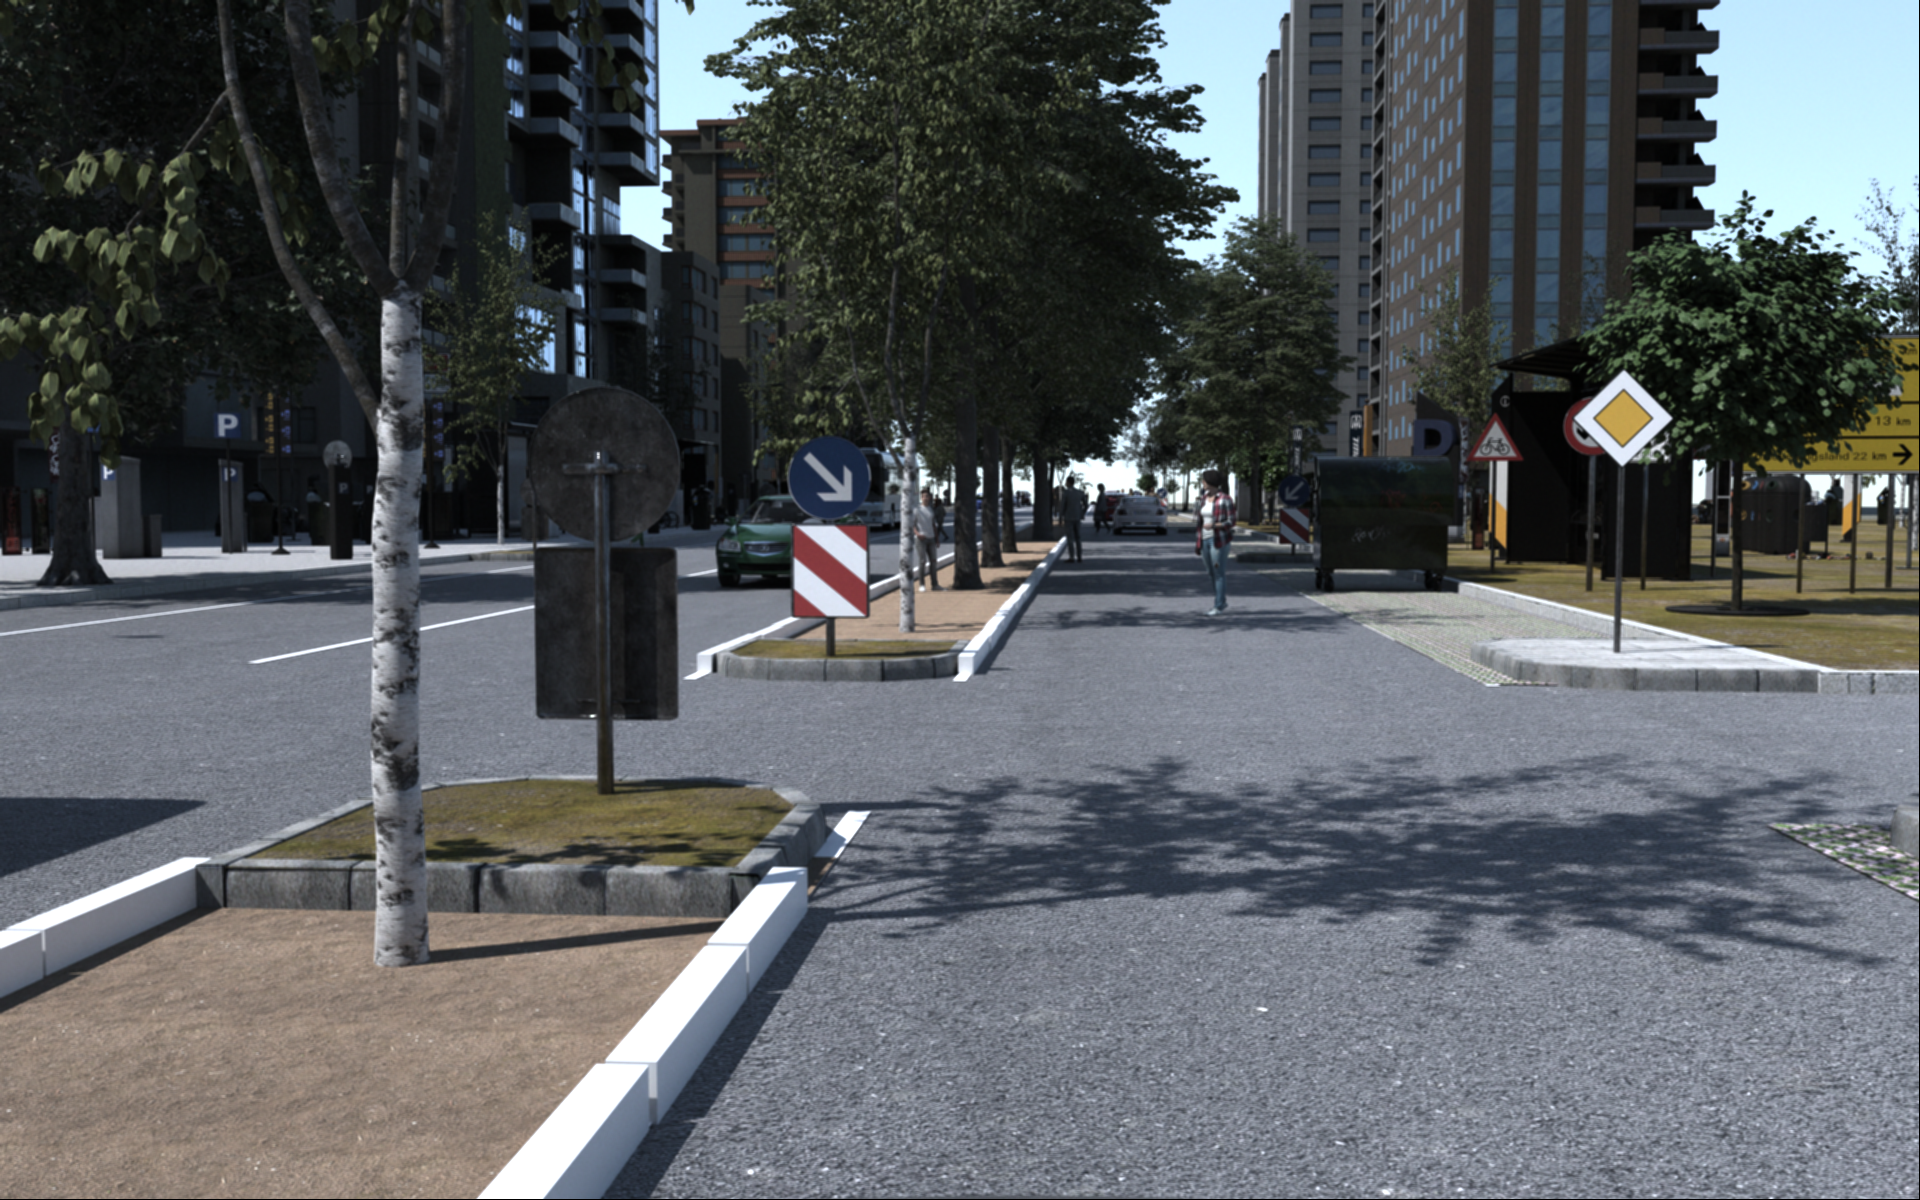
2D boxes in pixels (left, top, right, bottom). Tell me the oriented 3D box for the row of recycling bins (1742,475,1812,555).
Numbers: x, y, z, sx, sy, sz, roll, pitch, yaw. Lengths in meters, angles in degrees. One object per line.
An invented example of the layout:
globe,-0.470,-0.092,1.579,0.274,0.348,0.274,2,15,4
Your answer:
row of recycling bins,17.884,-1.894,38.078,1.069,1.692,3.534,1,4,12

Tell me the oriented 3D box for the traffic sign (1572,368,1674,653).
traffic sign,5.313,-0.631,13.951,0.795,2.450,0.064,0,4,5

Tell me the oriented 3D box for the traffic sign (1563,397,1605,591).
traffic sign,8.306,-1.387,22.784,0.768,2.556,0.104,0,4,6

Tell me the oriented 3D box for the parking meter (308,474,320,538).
parking meter,-19.087,-2.783,51.212,0.255,1.863,0.399,0,4,-3

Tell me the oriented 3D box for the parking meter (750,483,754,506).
parking meter,-10.560,-5.048,88.250,0.255,1.863,0.399,-1,4,-12

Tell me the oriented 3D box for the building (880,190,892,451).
building,-20.763,-35.322,232.131,22.147,44.769,28.867,0,4,5

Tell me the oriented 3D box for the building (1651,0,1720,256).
building,36.408,-27.865,105.709,14.600,45.320,14.200,0,4,5

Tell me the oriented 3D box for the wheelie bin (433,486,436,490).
wheelie bin,-20.239,-3.616,67.035,0.980,1.594,0.693,-1,4,-18

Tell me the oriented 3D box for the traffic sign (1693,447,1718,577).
traffic sign,11.698,-1.641,26.836,0.884,2.594,0.081,1,4,14

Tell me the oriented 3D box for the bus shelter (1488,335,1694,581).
bus shelter,10.247,-2.278,28.527,1.731,3.624,6.357,0,4,4

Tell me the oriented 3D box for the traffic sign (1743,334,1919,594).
traffic sign,11.184,-1.737,22.271,2.265,3.308,0.079,1,4,9

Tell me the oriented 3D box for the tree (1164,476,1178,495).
tree,22.179,-11.404,181.053,1.663,3.219,1.824,0,3,0

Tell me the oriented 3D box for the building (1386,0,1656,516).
building,37.929,-28.728,119.806,14.600,45.320,14.200,0,4,5

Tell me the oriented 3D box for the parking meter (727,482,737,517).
parking meter,-10.940,-4.736,83.140,0.399,1.863,0.255,0,4,4

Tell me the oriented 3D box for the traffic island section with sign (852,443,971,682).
traffic island section with sign,-0.965,-0.371,14.197,2.006,1.907,1.989,0,4,5

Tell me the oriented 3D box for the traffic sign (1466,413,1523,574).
traffic sign,8.590,-1.704,27.869,0.884,2.594,0.081,1,4,11

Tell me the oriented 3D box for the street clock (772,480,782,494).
street clock,-9.183,-5.048,87.103,0.471,2.002,0.358,-1,4,-17

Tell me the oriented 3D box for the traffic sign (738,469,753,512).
traffic sign,-10.717,-5.272,86.303,0.768,2.556,0.104,1,4,9

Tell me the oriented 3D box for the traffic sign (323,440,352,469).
traffic sign,-14.750,-2.502,41.014,0.768,2.556,0.104,1,4,13

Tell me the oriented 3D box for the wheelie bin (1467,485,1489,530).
wheelie bin,18.345,-3.265,61.296,0.980,1.594,0.693,1,4,10

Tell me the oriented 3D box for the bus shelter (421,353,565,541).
bus shelter,-13.930,-4.538,51.824,2.179,5.291,8.768,0,4,5

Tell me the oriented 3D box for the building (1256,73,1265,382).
building,50.176,-42.130,230.816,21.231,58.520,28.212,0,4,5

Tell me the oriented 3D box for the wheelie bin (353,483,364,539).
wheelie bin,-17.339,-2.526,49.201,0.980,1.594,0.693,-3,5,-41

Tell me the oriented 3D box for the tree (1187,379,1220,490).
tree,14.979,-9.234,101.345,4.737,8.622,4.395,0,3,0

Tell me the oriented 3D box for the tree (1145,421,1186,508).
tree,19.210,-12.840,160.303,4.360,8.622,3.978,0,3,0

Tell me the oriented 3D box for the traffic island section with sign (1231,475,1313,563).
traffic island section with sign,6.851,-1.706,36.513,1.989,1.847,2.006,0,4,5

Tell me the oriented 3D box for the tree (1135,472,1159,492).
tree,25.676,-15.458,236.448,4.285,4.588,4.351,0,3,0

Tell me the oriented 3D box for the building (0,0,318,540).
building,-38.332,-28.215,50.555,28.713,52.752,27.495,0,4,5

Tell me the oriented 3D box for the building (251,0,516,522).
building,-29.645,-24.186,79.034,14.154,41.232,14.086,0,4,5

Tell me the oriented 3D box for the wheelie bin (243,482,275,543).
wheelie bin,-18.462,-2.304,45.584,0.693,1.594,0.980,-3,4,-38

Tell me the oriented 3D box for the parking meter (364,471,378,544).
parking meter,-15.059,-2.368,44.434,0.399,1.863,0.255,1,4,21

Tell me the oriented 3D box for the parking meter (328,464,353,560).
parking meter,-12.132,-1.728,33.963,0.255,1.863,0.399,3,5,42

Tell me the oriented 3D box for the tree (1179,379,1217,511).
tree,17.939,-12.239,134.524,7.601,10.594,8.767,1,4,15

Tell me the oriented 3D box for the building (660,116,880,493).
building,-22.643,-33.563,203.375,22.147,44.769,28.867,0,4,5

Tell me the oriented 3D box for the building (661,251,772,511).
building,-31.560,-17.977,138.965,27.650,21.520,28.899,0,4,5

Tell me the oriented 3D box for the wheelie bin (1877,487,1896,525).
wheelie bin,38.656,-3.938,72.297,0.693,1.594,0.980,2,4,31

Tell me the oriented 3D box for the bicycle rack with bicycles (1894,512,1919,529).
bicycle rack with bicycles,35.139,-2.978,62.072,2.925,0.926,2.852,-1,4,-16

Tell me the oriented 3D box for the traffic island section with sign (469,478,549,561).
traffic island section with sign,-9.468,-1.796,37.985,1.989,1.847,2.006,0,4,5

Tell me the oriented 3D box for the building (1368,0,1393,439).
building,42.253,-42.701,136.412,20.563,71.187,20.611,0,4,5

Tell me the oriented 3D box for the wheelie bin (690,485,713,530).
wheelie bin,-9.252,-3.316,62.121,0.693,1.594,0.980,0,4,8

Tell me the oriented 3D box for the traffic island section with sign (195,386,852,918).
traffic island section with sign,-1.574,0.081,6.815,2.006,1.907,1.989,0,4,5

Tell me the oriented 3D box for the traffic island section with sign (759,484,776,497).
traffic island section with sign,-7.260,-3.452,65.076,1.989,1.847,2.006,0,4,5

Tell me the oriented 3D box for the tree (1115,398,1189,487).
tree,23.895,-18.620,214.802,12.009,13.543,11.850,0,3,0

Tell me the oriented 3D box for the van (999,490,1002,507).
van,3.411,-9.281,158.753,2.013,2.044,4.112,0,4,6

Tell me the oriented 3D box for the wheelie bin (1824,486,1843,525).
wheelie bin,35.888,-3.860,71.026,0.980,1.594,0.693,-2,4,-25

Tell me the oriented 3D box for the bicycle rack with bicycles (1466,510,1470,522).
bicycle rack with bicycles,21.350,-3.935,77.727,2.925,0.926,2.852,1,4,20

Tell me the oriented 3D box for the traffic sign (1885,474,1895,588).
traffic sign,12.702,-1.438,23.620,0.768,2.556,0.104,1,4,8

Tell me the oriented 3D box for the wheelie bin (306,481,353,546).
wheelie bin,-15.811,-2.150,43.068,0.693,1.594,0.980,2,4,32

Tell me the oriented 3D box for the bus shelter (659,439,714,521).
bus shelter,-12.408,-5.226,76.728,1.731,3.624,6.357,0,4,5

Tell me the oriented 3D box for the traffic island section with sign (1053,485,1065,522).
traffic island section with sign,5.112,-4.951,89.090,2.006,1.907,1.989,0,4,5

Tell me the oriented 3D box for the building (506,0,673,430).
building,-30.840,-48.559,106.617,22.319,86.520,31.000,0,4,5

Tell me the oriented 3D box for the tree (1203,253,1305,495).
tree,14.005,-11.283,91.137,9.857,13.997,8.962,0,3,0

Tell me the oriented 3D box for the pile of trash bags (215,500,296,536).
pile of trash bags,-21.015,-2.664,53.301,3.447,1.369,1.912,-2,4,-35

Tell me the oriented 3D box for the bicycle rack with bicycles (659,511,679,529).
bicycle rack with bicycles,-11.743,-3.123,64.441,2.925,0.926,2.852,-1,4,-18

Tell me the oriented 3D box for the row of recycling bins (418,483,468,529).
row of recycling bins,-18.569,-3.472,63.876,3.534,1.692,1.069,-3,4,-37

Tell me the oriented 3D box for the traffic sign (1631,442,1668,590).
traffic sign,9.110,-1.279,23.037,0.606,2.300,0.079,1,4,9

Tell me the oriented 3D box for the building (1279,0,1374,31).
building,47.814,-40.399,202.517,21.231,58.520,28.212,0,4,5

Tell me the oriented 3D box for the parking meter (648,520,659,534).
parking meter,-9.981,-2.934,56.385,0.372,1.533,0.369,0,3,0
